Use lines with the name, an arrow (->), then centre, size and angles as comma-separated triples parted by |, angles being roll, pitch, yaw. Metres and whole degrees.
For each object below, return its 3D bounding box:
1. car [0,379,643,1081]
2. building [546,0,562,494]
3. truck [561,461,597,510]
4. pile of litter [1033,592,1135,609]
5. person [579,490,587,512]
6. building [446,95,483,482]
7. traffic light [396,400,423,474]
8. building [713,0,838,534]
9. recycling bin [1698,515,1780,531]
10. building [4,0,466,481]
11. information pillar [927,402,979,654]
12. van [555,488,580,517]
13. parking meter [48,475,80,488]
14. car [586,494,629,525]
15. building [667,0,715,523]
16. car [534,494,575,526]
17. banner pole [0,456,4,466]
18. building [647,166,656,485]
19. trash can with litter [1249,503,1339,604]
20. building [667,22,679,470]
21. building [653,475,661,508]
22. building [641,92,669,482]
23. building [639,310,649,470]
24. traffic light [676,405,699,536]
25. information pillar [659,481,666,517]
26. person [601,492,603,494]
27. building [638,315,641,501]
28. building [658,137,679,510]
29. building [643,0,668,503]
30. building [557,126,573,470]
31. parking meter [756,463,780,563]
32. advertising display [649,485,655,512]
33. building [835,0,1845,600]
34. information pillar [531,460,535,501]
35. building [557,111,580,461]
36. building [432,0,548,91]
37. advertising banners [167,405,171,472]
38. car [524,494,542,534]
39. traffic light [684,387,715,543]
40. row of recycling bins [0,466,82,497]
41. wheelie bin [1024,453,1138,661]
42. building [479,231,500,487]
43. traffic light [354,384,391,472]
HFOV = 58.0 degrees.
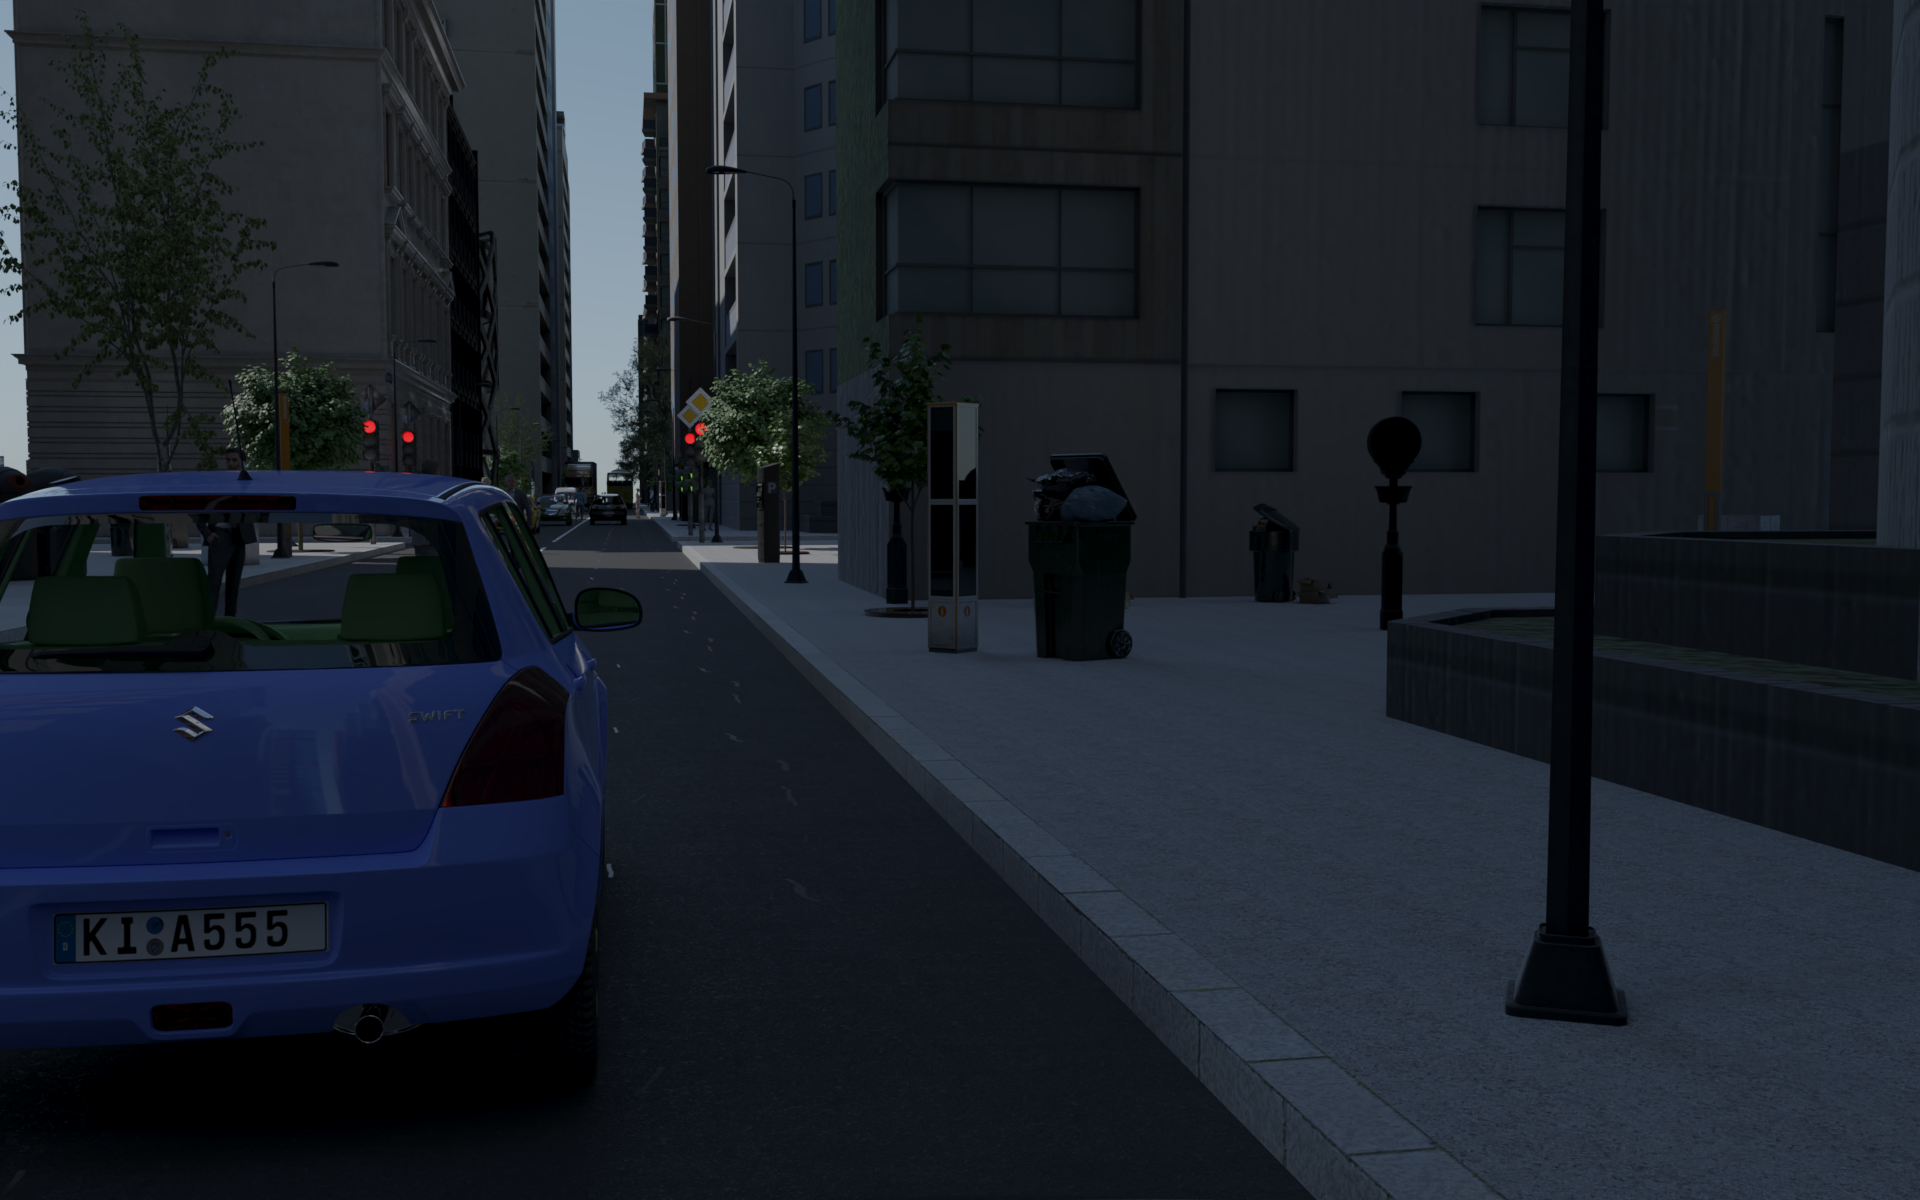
car -> -1.961, 0.258, 5.367 | 1.945, 1.707, 3.694 | -1, 4, -11
building -> -48.011, -37.685, 158.156 | 21.231, 58.520, 28.212 | -1, 4, -11
truck -> -33.035, -9.909, 150.923 | 2.839, 4.237, 11.283 | -1, 4, -10
pile of litter -> 1.419, -0.362, 19.889 | 1.176, 0.858, 1.719 | 0, 4, 6
person -> -30.151, -7.891, 137.526 | 0.705, 1.824, 1.348 | 3, 5, 40
building -> -28.870, -15.242, 78.883 | 12.332, 23.373, 15.834 | -1, 4, -11
traffic light -> -16.461, -3.852, 51.899 | 0.839, 4.253, 0.868 | -1, 4, -11
building -> 5.193, -32.039, 65.834 | 28.212, 58.520, 21.231 | -1, 4, -11
recycling bin -> 9.271, -0.495, 20.642 | 0.722, 1.027, 0.722 | 3, 5, 43
building -> -24.100, -13.722, 60.514 | 11.583, 22.565, 21.152 | -1, 4, -11
information pillar -> -0.056, -0.584, 14.046 | 0.304, 2.012, 0.304 | 3, 4, 37
van -> -25.029, -6.305, 110.096 | 2.013, 2.044, 4.112 | -1, 4, -13
parking meter -> -11.832, -0.887, 22.910 | 0.372, 1.533, 0.369 | 0, 3, 0
car -> -16.633, -4.405, 81.812 | 2.009, 1.686, 4.222 | -1, 4, -12
building -> -6.814, -26.471, 82.920 | 14.600, 45.320, 14.200 | -1, 4, -11
car -> -18.867, -4.172, 80.008 | 2.131, 1.459, 4.920 | -1, 4, -12
banner pole -> -55.355, -6.712, 99.751 | 0.863, 3.779, 0.401 | 1, 4, 10
building -> -34.093, -35.396, 228.830 | 14.600, 45.320, 14.200 | -1, 4, -11
trash can with litter -> 3.962, -0.559, 20.523 | 1.055, 1.170, 0.624 | 2, 4, 33
building -> -5.579, -32.205, 115.790 | 28.713, 52.752, 27.495 | -1, 4, -11
building -> -12.927, -28.909, 164.546 | 32.217, 40.220, 23.993 | -1, 4, -11
building -> -23.398, -32.699, 189.259 | 22.147, 44.769, 28.867 | -1, 4, -11
building -> -41.124, -30.137, 264.445 | 14.160, 30.474, 14.107 | -1, 4, -11
traffic light -> -8.352, -3.948, 53.475 | 0.839, 4.253, 0.868 | -1, 4, -11
information pillar -> -16.938, -5.759, 98.659 | 0.304, 2.012, 0.304 | -2, 4, -24
person -> -56.445, -16.184, 273.903 | 0.721, 1.735, 1.217 | 1, 4, 9
building -> -44.555, -30.992, 278.417 | 14.160, 30.474, 14.107 | -1, 4, -11
building -> -17.982, -22.802, 144.507 | 14.160, 30.474, 14.107 | -1, 4, -11
building -> -35.044, -49.395, 245.856 | 20.563, 71.187, 20.611 | -1, 4, -11
building -> -59.768, -36.198, 215.530 | 21.300, 48.544, 21.600 | -1, 4, -11
parking meter -> -3.581, -1.627, 32.310 | 0.399, 1.863, 0.255 | -2, 4, -35
advertising display -> -22.125, -7.298, 124.534 | 0.123, 1.923, 0.974 | -2, 4, -27
building -> 4.745, -21.041, 27.618 | 14.154, 41.232, 14.086 | -1, 4, -11
information pillar -> -29.320, -7.801, 118.894 | 0.183, 3.616, 0.504 | -2, 4, -31
building -> -69.211, -58.055, 261.864 | 22.319, 86.520, 31.000 | -1, 4, -11
building -> -43.175, -31.215, 134.074 | 21.300, 48.544, 21.600 | -1, 4, -11
advertising banners -> -15.352, -2.289, 33.616 | 0.090, 3.025, 2.074 | -1, 4, -23
car -> -16.115, -3.201, 62.566 | 2.015, 1.641, 3.980 | -1, 4, -10
traffic light -> -6.838, -3.469, 45.634 | 0.839, 4.253, 0.868 | -1, 4, -11
row of recycling bins -> -14.333, -1.112, 25.291 | 1.069, 1.692, 3.534 | 1, 4, 16
wheelie bin -> 0.941, -0.343, 13.522 | 0.693, 1.594, 0.980 | -3, 4, -38
building -> -34.051, -13.906, 94.812 | 16.820, 18.784, 16.811 | -1, 4, -11
traffic light -> -14.947, -3.372, 44.059 | 0.839, 4.253, 0.868 | -1, 4, -11
